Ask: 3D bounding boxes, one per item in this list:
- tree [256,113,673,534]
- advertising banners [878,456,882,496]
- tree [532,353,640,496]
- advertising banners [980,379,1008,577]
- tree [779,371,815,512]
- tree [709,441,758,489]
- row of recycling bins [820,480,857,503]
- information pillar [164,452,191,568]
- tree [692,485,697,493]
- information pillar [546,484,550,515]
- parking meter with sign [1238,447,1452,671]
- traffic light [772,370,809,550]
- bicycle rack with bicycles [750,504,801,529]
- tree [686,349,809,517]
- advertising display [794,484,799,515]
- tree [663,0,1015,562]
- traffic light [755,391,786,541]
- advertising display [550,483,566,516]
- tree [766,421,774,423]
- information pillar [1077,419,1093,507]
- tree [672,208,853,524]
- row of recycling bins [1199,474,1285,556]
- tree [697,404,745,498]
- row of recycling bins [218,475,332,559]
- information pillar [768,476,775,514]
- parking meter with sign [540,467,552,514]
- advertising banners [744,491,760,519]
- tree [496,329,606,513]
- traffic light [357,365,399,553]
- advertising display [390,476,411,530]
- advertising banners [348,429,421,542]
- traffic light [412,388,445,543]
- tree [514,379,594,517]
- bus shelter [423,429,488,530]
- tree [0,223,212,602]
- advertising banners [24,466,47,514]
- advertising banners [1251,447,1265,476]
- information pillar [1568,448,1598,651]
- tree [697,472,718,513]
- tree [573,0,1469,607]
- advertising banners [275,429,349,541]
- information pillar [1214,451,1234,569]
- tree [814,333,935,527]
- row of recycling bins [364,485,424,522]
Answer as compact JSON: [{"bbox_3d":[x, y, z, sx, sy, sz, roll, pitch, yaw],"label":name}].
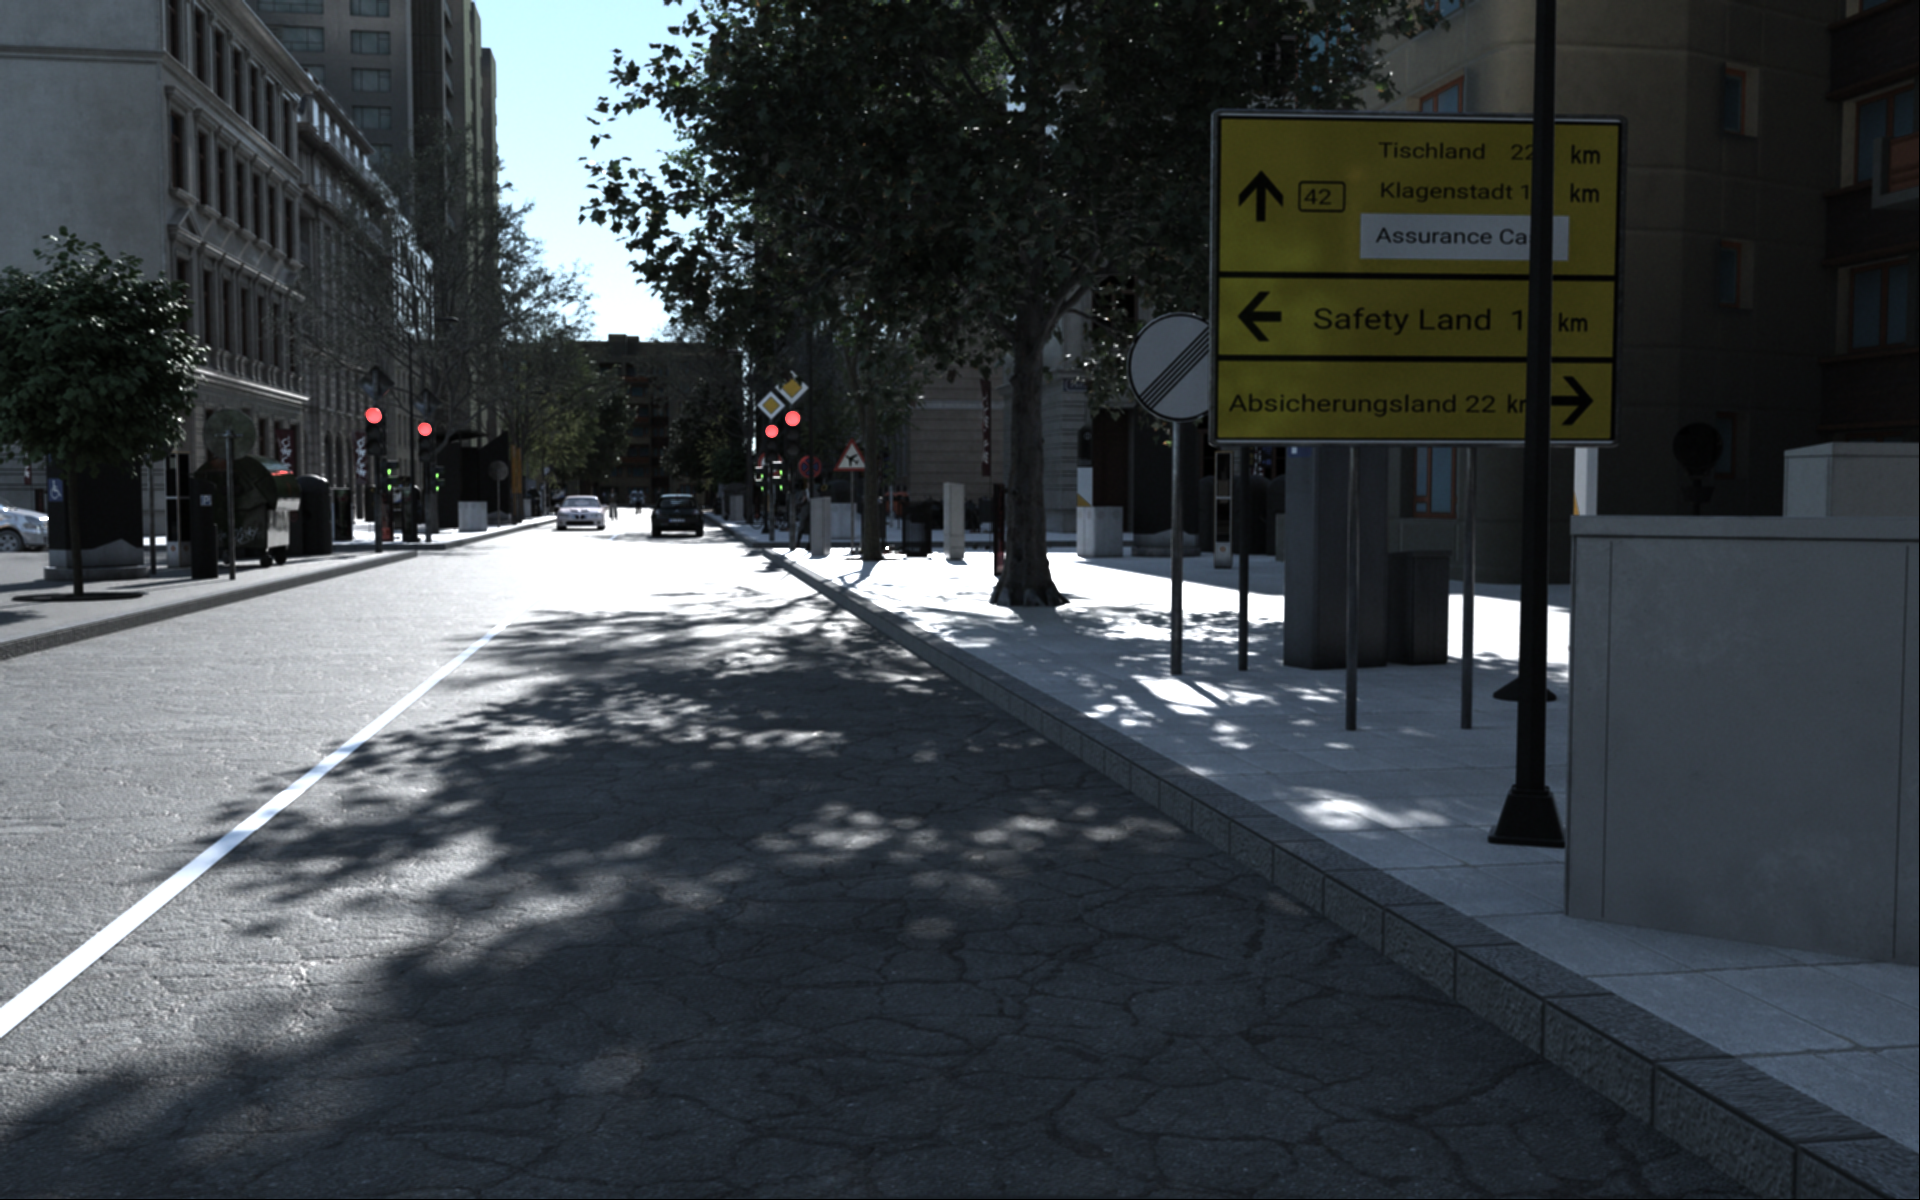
[{"bbox_3d":[-16.773,-8.862,55.258,12.009,13.543,11.850,0,3,0],"label":"tree"},{"bbox_3d":[-3.820,-5.125,79.983,0.090,3.025,2.074,-1,4,-12],"label":"advertising banners"},{"bbox_3d":[-34.705,-15.566,161.158,9.857,13.997,8.962,0,3,0],"label":"tree"},{"bbox_3d":[0.628,-1.901,27.277,0.090,3.025,2.074,1,4,18],"label":"advertising banners"},{"bbox_3d":[-6.860,-8.431,88.216,4.737,8.622,4.395,0,3,0],"label":"tree"},{"bbox_3d":[-13.430,-7.347,103.833,4.285,4.588,4.351,0,3,0],"label":"tree"},{"bbox_3d":[-3.600,-2.728,51.715,1.069,1.692,3.534,-1,4,-8],"label":"row of recycling bins"},{"bbox_3d":[-13.617,-1.571,30.174,0.304,2.012,0.304,1,4,20],"label":"information pillar"},{"bbox_3d":[-28.070,-11.716,186.160,1.663,3.219,1.824,0,3,0],"label":"tree"},{"bbox_3d":[-25.533,-6.270,107.003,0.304,2.012,0.304,-1,4,-17],"label":"information pillar"},{"bbox_3d":[2.819,-1.013,12.822,1.738,3.016,0.543,-1,4,-23],"label":"parking meter with sign"},{"bbox_3d":[-3.832,-3.084,39.339,0.839,4.253,0.868,-1,4,-10],"label":"traffic light"},{"bbox_3d":[-6.336,-3.098,64.039,2.925,0.926,2.852,-1,4,-20],"label":"bicycle rack with bicycles"},{"bbox_3d":[-11.667,-9.906,96.367,7.601,10.594,8.767,-1,4,-11],"label":"tree"},{"bbox_3d":[-10.157,-6.207,106.698,0.123,1.923,0.974,1,4,19],"label":"advertising display"},{"bbox_3d":[-1.874,-6.562,33.040,9.928,11.665,9.643,0,3,0],"label":"tree"},{"bbox_3d":[-5.158,-3.565,47.214,0.839,4.253,0.868,-1,4,-10],"label":"traffic light"},{"bbox_3d":[-24.050,-6.016,103.570,0.974,1.923,0.123,-3,5,-39],"label":"advertising display"},{"bbox_3d":[-10.518,-9.865,111.662,4.737,8.622,4.395,0,3,0],"label":"tree"},{"bbox_3d":[3.875,-3.799,53.464,0.504,3.616,0.183,1,4,22],"label":"information pillar"},{"bbox_3d":[-8.842,-9.980,73.535,12.009,13.543,11.850,0,3,0],"label":"tree"},{"bbox_3d":[6.184,-1.854,37.420,1.069,1.692,3.534,-2,4,-26],"label":"row of recycling bins"},{"bbox_3d":[-19.224,-11.466,137.833,4.360,8.622,3.978,0,3,0],"label":"tree"},{"bbox_3d":[-14.300,-1.744,35.625,1.069,1.692,3.534,1,4,17],"label":"row of recycling bins"},{"bbox_3d":[-7.259,-4.606,66.661,0.183,3.616,0.504,-2,4,-32],"label":"information pillar"},{"bbox_3d":[-26.772,-7.047,111.476,0.543,3.016,1.738,0,4,2],"label":"parking meter with sign"},{"bbox_3d":[-10.500,-5.707,89.500,0.090,3.025,2.074,-3,5,-44],"label":"advertising banners"},{"bbox_3d":[-27.474,-12.220,117.928,7.486,12.596,7.792,0,3,0],"label":"tree"},{"bbox_3d":[-12.715,-2.991,37.832,0.839,4.253,0.868,-1,4,-10],"label":"traffic light"},{"bbox_3d":[-20.302,-3.512,62.641,0.974,1.923,0.123,-1,4,-8],"label":"advertising display"},{"bbox_3d":[-15.510,-3.093,46.756,2.074,3.025,0.090,1,4,16],"label":"advertising banners"},{"bbox_3d":[-14.042,-3.473,45.706,0.839,4.253,0.868,-1,4,-10],"label":"traffic light"},{"bbox_3d":[-23.237,-9.018,97.803,4.360,8.622,3.978,0,3,0],"label":"tree"},{"bbox_3d":[-19.050,-4.549,65.653,1.731,3.624,6.357,-1,4,-10],"label":"bus shelter"},{"bbox_3d":[-10.855,-2.300,21.312,4.285,4.588,4.351,0,3,0],"label":"tree"},{"bbox_3d":[-26.518,-3.285,49.902,0.090,3.025,2.074,0,4,-4],"label":"advertising banners"},{"bbox_3d":[8.406,-3.484,53.157,2.074,3.025,0.090,1,4,9],"label":"advertising banners"},{"bbox_3d":[5.058,-1.383,13.966,0.183,3.616,0.504,0,4,8],"label":"information pillar"},{"bbox_3d":[-16.403,-7.509,117.366,1.663,3.219,1.824,0,3,0],"label":"tree"},{"bbox_3d":[0.787,-6.282,19.718,9.611,12.733,9.660,0,3,0],"label":"tree"},{"bbox_3d":[-17.485,-3.106,46.970,2.074,3.025,0.090,-3,4,-37],"label":"advertising banners"},{"bbox_3d":[4.545,-1.550,29.828,0.304,2.012,0.304,1,4,13],"label":"information pillar"},{"bbox_3d":[-2.883,-7.116,66.715,4.737,8.622,4.395,0,3,0],"label":"tree"},{"bbox_3d":[-26.169,-4.531,81.202,3.534,1.692,1.069,0,4,2],"label":"row of recycling bins"}]
